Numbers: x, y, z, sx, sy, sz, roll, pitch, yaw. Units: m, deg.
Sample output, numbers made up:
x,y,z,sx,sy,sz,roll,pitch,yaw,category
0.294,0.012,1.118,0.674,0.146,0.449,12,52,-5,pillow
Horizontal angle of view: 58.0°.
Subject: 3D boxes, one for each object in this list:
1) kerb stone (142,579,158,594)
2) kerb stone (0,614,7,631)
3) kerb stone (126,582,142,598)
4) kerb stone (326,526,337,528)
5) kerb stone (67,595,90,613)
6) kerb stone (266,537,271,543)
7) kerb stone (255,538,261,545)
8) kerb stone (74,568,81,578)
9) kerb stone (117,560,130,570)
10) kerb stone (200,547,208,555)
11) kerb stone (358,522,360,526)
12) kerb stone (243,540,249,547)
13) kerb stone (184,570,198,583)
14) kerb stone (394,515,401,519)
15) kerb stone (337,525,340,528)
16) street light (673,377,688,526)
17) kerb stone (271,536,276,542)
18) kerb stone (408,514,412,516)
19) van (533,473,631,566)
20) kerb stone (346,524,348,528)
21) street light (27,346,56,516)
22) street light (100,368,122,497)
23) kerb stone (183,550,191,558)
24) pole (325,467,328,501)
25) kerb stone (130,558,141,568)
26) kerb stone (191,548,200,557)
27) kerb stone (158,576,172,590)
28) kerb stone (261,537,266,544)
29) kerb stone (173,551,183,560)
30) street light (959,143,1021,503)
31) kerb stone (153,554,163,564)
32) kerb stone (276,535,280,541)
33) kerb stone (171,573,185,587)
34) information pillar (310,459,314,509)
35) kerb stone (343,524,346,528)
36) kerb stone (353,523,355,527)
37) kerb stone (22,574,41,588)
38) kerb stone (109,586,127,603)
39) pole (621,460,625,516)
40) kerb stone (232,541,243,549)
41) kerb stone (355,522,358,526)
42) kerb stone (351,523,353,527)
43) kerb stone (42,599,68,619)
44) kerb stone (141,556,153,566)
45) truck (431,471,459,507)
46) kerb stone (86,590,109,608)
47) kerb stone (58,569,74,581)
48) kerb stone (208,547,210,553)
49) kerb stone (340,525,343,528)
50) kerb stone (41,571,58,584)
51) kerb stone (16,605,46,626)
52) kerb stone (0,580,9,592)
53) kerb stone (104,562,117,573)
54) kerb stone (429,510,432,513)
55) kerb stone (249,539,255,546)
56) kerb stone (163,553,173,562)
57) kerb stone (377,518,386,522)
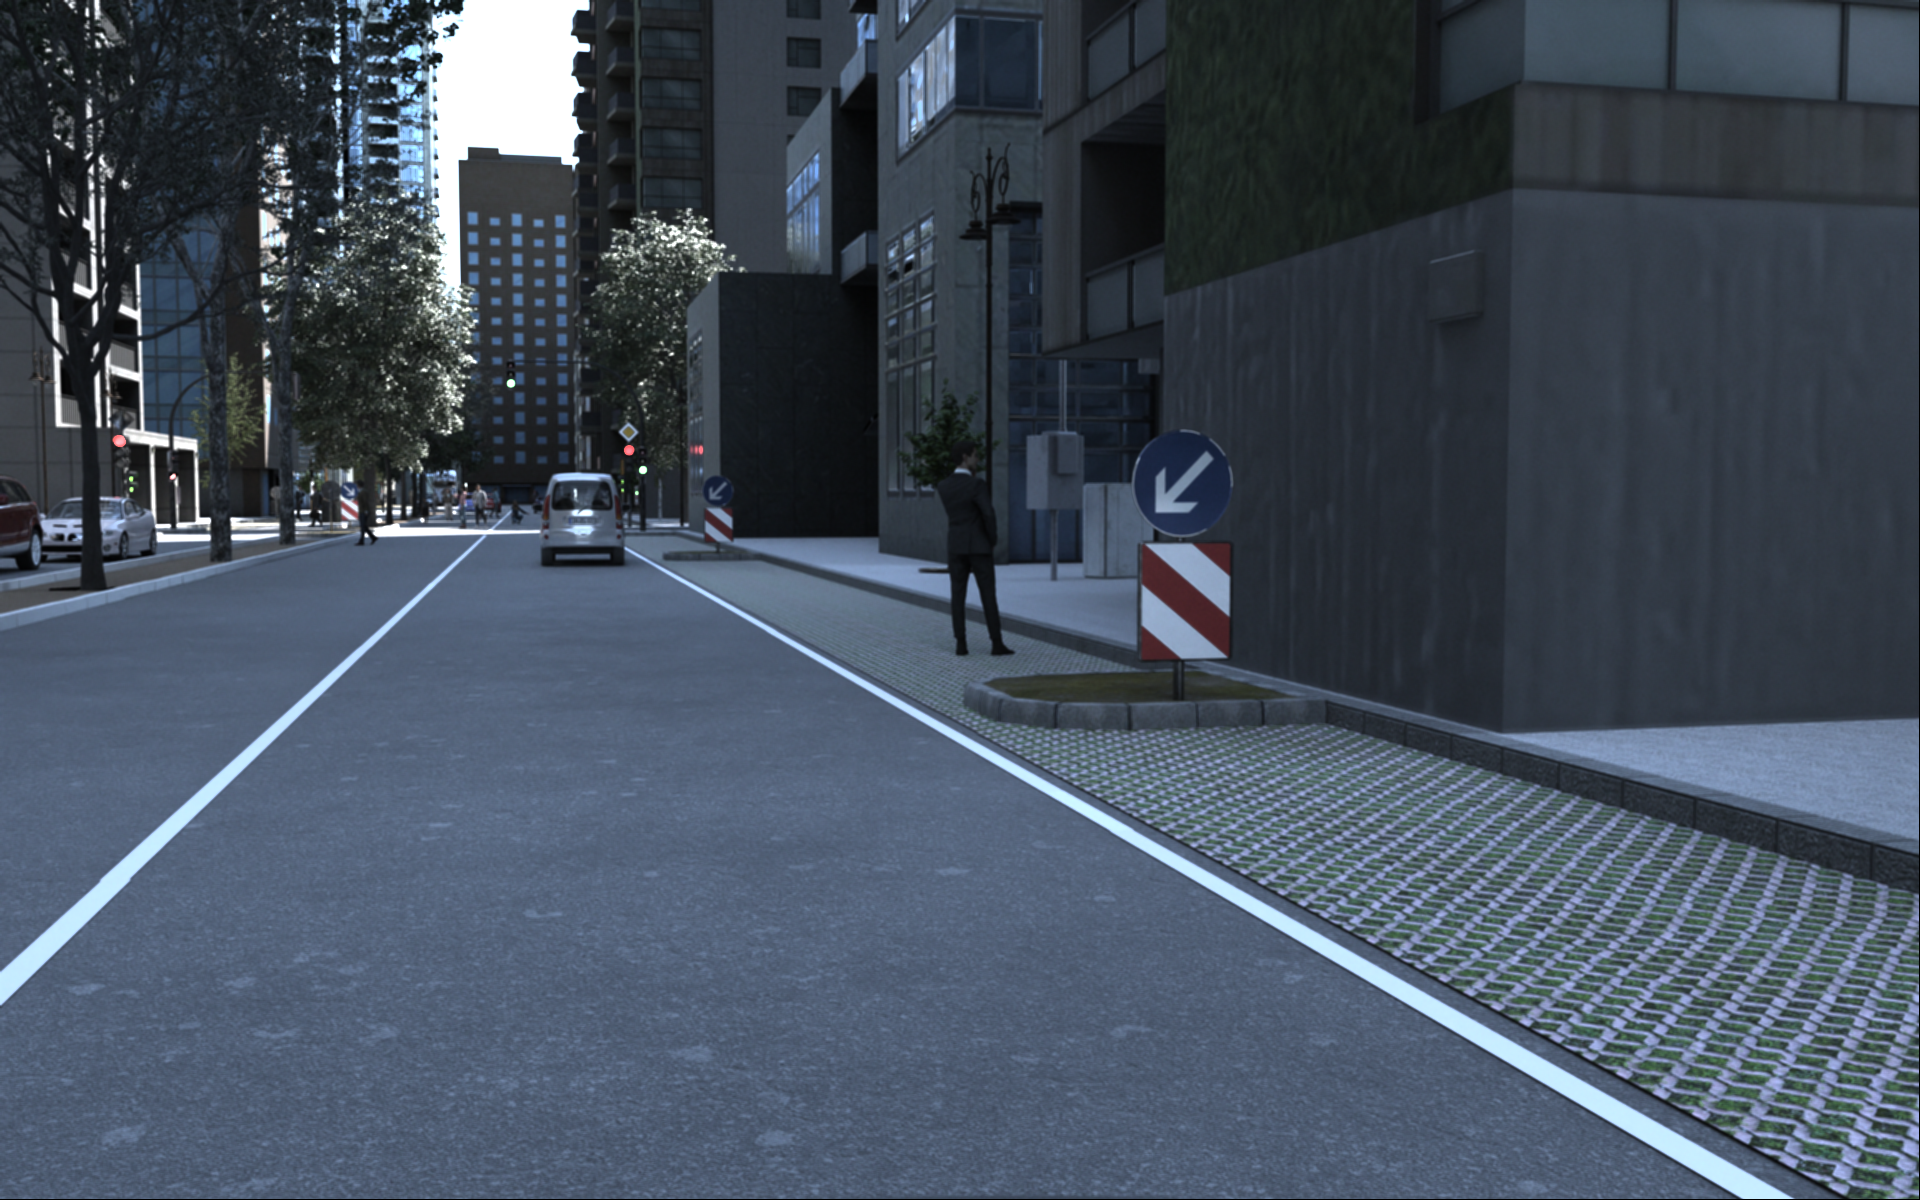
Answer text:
x,y,z,sx,sy,sz,roll,pitch,yaw,category
-11.847,-0.179,25.122,0.120,0.150,1.000,-1,4,-14,kerb stone
-10.109,0.247,18.175,0.120,0.150,1.000,-1,4,-14,kerb stone
-11.601,-0.118,24.128,0.120,0.150,1.000,-1,4,-14,kerb stone
-24.640,-2.798,67.943,0.120,0.150,1.000,-1,4,-14,kerb stone
-10.853,0.069,21.153,0.120,0.150,1.000,-1,4,-14,kerb stone
-20.314,-1.733,50.542,0.120,0.150,1.000,-1,4,-14,kerb stone
-19.822,-1.611,48.553,0.120,0.150,1.000,-1,4,-14,kerb stone
-15.122,-0.454,29.617,0.120,0.150,1.000,-1,4,-14,kerb stone
-15.865,-0.637,32.610,0.120,0.150,1.000,-1,4,-14,kerb stone
-17.841,-1.124,40.570,0.120,0.150,1.000,-1,4,-14,kerb stone
-26.863,-3.346,76.904,0.120,0.150,1.000,-1,4,-14,kerb stone
-19.325,-1.488,46.557,0.120,0.150,1.000,-1,4,-14,kerb stone
-12.581,-0.360,28.121,0.120,0.150,1.000,-1,4,-14,kerb stone
-33.053,-4.864,101.768,0.120,0.150,1.000,-1,4,-14,kerb stone
-24.885,-2.859,68.945,0.120,0.150,1.000,-1,4,-14,kerb stone
-11.032,-5.857,68.549,0.468,5.910,1.993,-1,4,-14,street light
-20.564,-1.794,51.535,0.120,0.150,1.000,-1,4,-14,kerb stone
-35.768,-5.537,112.721,0.120,0.150,1.000,-1,4,-14,kerb stone
-7.846,-1.772,35.989,2.013,2.044,4.112,-1,4,-12,van
-25.625,-3.041,71.928,0.120,0.150,1.000,-1,4,-14,kerb stone
-28.741,-4.989,54.355,0.468,5.910,1.993,-1,4,-14,street light
-30.982,-5.536,63.306,0.468,5.910,1.993,-1,4,-14,street light
-17.351,-1.002,38.582,0.120,0.150,1.000,-1,4,-14,kerb stone
-45.938,-8.058,125.598,0.158,3.312,0.155,0,3,0,pole
-16.110,-0.698,33.604,0.120,0.150,1.000,-1,4,-14,kerb stone
-17.593,-1.063,39.576,0.120,0.150,1.000,-1,4,-14,kerb stone
-12.089,-0.232,26.115,0.120,0.150,1.000,-1,4,-14,kerb stone
-20.076,-1.673,49.548,0.120,0.150,1.000,-1,4,-14,kerb stone
-17.093,-0.941,37.589,0.120,0.150,1.000,-1,4,-14,kerb stone
0.390,-3.088,23.271,0.468,5.910,1.993,-1,4,-14,street light
-16.606,-0.819,35.588,0.120,0.150,1.000,-1,4,-14,kerb stone
-20.814,-1.855,52.531,0.120,0.150,1.000,-1,4,-14,kerb stone
-12.335,-0.298,27.111,0.120,0.150,1.000,-1,4,-14,kerb stone
-43.625,-7.660,116.602,0.183,3.616,0.504,0,4,-2,information pillar
-25.382,-2.981,70.935,0.120,0.150,1.000,-1,4,-14,kerb stone
-26.370,-3.220,74.909,0.120,0.150,1.000,-1,4,-14,kerb stone
-14.373,-0.263,26.628,0.120,0.150,1.000,-1,4,-14,kerb stone
-11.342,-0.055,23.139,0.120,0.150,1.000,-1,4,-14,kerb stone
-19.926,-6.632,102.281,0.158,3.312,0.155,0,3,0,pole
-19.077,-1.428,45.548,0.120,0.150,1.000,-1,4,-14,kerb stone
-26.613,-3.285,75.902,0.120,0.150,1.000,-1,4,-14,kerb stone
-26.125,-3.163,73.917,0.120,0.150,1.000,-1,4,-14,kerb stone
-10.605,0.124,20.161,0.120,0.150,1.000,-1,4,-14,kerb stone
-16.352,-0.759,34.598,0.120,0.150,1.000,-1,4,-14,kerb stone
-60.153,-13.028,202.761,2.967,4.110,18.799,-1,4,-16,truck
-11.100,0.003,22.146,0.120,0.150,1.000,-1,4,-14,kerb stone
-14.874,-0.393,28.624,0.120,0.150,1.000,-1,4,-14,kerb stone
-18.088,-1.184,41.562,0.120,0.150,1.000,-1,4,-14,kerb stone
-25.137,-2.918,69.940,0.120,0.150,1.000,-1,4,-14,kerb stone
-14.629,-0.332,27.629,0.120,0.150,1.000,-1,4,-14,kerb stone
-10.354,0.185,19.170,0.120,0.150,1.000,-1,4,-14,kerb stone
-14.137,-0.201,25.633,0.120,0.150,1.000,-1,4,-14,kerb stone
-15.613,-0.572,31.619,0.120,0.150,1.000,-1,4,-14,kerb stone
-41.697,-6.998,136.605,0.120,0.150,1.000,-1,4,-14,kerb stone
-19.573,-1.551,47.552,0.120,0.150,1.000,-1,4,-14,kerb stone
-16.850,-0.879,36.596,0.120,0.150,1.000,-1,4,-14,kerb stone
-30.323,-4.195,90.826,0.120,0.150,1.000,-1,4,-14,kerb stone
